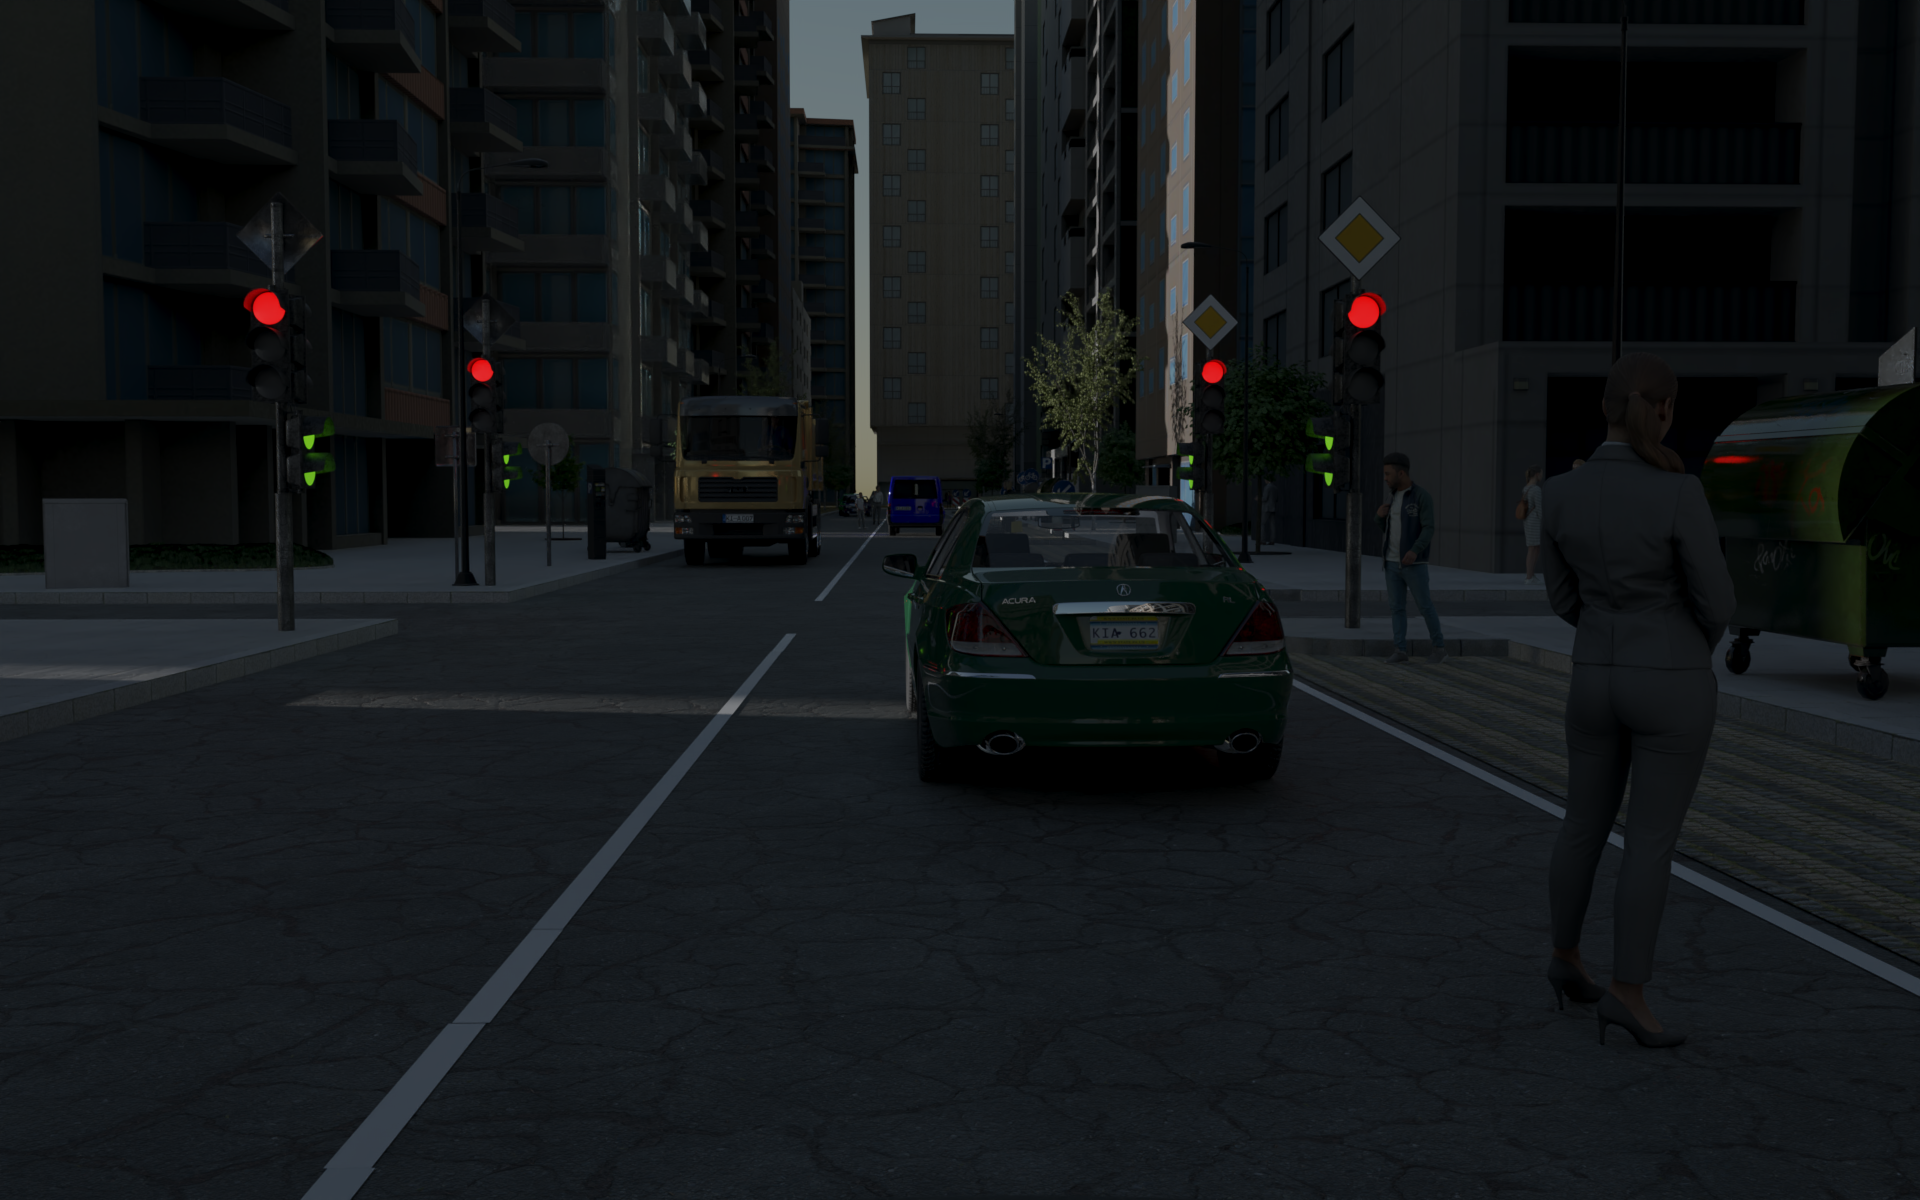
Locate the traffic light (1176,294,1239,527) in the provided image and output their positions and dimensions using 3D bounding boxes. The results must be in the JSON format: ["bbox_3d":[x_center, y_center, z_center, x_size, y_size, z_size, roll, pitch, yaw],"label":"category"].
[{"bbox_3d":[3.496,-2.174,24.467,0.839,4.253,0.868,0,4,-2],"label":"traffic light"}]

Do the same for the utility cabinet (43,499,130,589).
[{"bbox_3d":[-11.944,-0.767,23.697,1.020,1.237,0.306,-1,4,-22],"label":"utility cabinet"}]

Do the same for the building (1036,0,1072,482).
[{"bbox_3d":[12.979,-27.747,137.250,14.154,41.232,14.086,0,4,-2],"label":"building"}]

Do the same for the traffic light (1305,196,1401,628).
[{"bbox_3d":[3.744,-1.686,16.486,0.839,4.253,0.868,0,4,-2],"label":"traffic light"}]

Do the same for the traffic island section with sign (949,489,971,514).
[{"bbox_3d":[0.365,-7.249,127.151,1.989,1.847,2.006,0,4,-2],"label":"traffic island section with sign"}]

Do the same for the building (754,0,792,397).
[{"bbox_3d":[-20.582,-29.662,135.077,14.600,45.320,14.200,0,4,-2],"label":"building"}]

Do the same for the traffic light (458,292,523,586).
[{"bbox_3d":[-6.560,-2.154,24.141,0.839,4.253,0.868,0,4,-2],"label":"traffic light"}]

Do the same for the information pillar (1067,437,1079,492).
[{"bbox_3d":[4.559,-4.787,69.622,0.504,3.616,0.183,-1,4,-16],"label":"information pillar"}]

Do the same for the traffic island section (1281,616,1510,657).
[{"bbox_3d":[3.784,0.347,16.601,2.009,0.180,2.903,0,4,-2],"label":"traffic island section"}]

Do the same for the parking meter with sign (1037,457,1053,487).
[{"bbox_3d":[3.889,-5.203,81.325,0.543,3.016,1.738,1,4,16],"label":"parking meter with sign"}]

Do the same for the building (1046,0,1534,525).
[{"bbox_3d":[15.503,-39.763,88.381,20.563,71.187,20.611,0,4,-2],"label":"building"}]

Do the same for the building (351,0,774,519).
[{"bbox_3d":[-23.785,-28.065,113.491,22.147,44.769,28.867,0,4,-2],"label":"building"}]

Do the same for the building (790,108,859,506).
[{"bbox_3d":[-26.078,-33.117,196.085,28.867,44.769,22.147,0,4,-2],"label":"building"}]

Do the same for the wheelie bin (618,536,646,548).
[{"bbox_3d":[-7.860,-2.066,41.684,0.693,1.594,0.980,-2,4,-28],"label":"wheelie bin"}]

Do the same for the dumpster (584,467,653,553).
[{"bbox_3d":[-7.550,-1.992,38.321,1.264,1.857,1.865,0,4,-2],"label":"dumpster"}]

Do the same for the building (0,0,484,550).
[{"bbox_3d":[-24.201,-23.858,44.701,22.147,44.769,28.867,0,4,-2],"label":"building"}]

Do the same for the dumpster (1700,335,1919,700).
[{"bbox_3d":[6.064,-0.551,11.504,1.502,2.255,1.985,0,4,-2],"label":"dumpster"}]

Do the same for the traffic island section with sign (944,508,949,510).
[{"bbox_3d":[-0.495,-8.929,154.609,1.989,1.847,2.006,0,4,-2],"label":"traffic island section with sign"}]

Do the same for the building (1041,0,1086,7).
[{"bbox_3d":[19.804,-32.239,116.348,28.713,52.752,27.495,0,4,-2],"label":"building"}]

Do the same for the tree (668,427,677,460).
[{"bbox_3d":[-8.773,-4.789,62.010,4.285,4.588,4.351,0,3,0],"label":"tree"}]

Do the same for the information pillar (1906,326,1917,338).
[{"bbox_3d":[13.207,-2.024,24.455,0.183,3.616,0.504,-3,5,-41],"label":"information pillar"}]

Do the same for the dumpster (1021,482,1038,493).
[{"bbox_3d":[3.657,-4.801,84.250,1.264,1.857,1.865,0,4,-2],"label":"dumpster"}]

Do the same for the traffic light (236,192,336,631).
[{"bbox_3d":[-6.312,-1.666,16.159,0.839,4.253,0.868,0,4,-2],"label":"traffic light"}]

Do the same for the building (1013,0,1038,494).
[{"bbox_3d":[15.404,-37.686,158.168,21.231,58.520,28.212,0,4,-2],"label":"building"}]

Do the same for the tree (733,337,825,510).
[{"bbox_3d":[-9.244,-8.029,81.643,4.737,8.622,4.395,0,3,0],"label":"tree"}]

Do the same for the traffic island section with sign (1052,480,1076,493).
[{"bbox_3d":[2.776,-2.480,49.169,1.989,1.847,2.006,0,4,-2],"label":"traffic island section with sign"}]

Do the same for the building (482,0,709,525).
[{"bbox_3d":[-24.131,-28.292,82.182,23.786,49.044,30.456,0,4,-2],"label":"building"}]

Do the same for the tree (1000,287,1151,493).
[{"bbox_3d":[4.498,-6.772,61.077,4.737,8.622,4.395,0,3,0],"label":"tree"}]

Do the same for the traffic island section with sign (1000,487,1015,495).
[{"bbox_3d":[1.955,-4.127,76.112,1.989,1.847,2.006,0,4,-2],"label":"traffic island section with sign"}]

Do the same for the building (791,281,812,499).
[{"bbox_3d":[-28.795,-19.124,157.721,28.899,21.520,27.650,0,4,-2],"label":"building"}]

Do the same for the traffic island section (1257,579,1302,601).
[{"bbox_3d":[3.537,-0.141,24.582,2.009,0.180,2.903,0,4,-2],"label":"traffic island section"}]

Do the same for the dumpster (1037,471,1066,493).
[{"bbox_3d":[4.093,-4.367,73.892,1.502,2.255,1.985,0,4,-2],"label":"dumpster"}]

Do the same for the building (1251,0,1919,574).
[{"bbox_3d":[18.599,-36.575,36.254,20.611,71.187,20.563,0,4,-2],"label":"building"}]

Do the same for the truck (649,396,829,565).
[{"bbox_3d":[-4.411,-2.526,37.218,3.469,3.379,9.791,0,4,-2],"label":"truck"}]

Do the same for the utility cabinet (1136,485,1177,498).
[{"bbox_3d":[5.095,-2.214,44.882,0.318,1.500,1.173,-3,5,-41],"label":"utility cabinet"}]

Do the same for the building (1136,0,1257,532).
[{"bbox_3d":[14.408,-25.300,63.767,14.600,45.320,14.200,0,4,-2],"label":"building"}]

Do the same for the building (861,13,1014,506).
[{"bbox_3d":[2.782,-37.340,199.752,27.495,52.752,28.713,0,4,-2],"label":"building"}]
